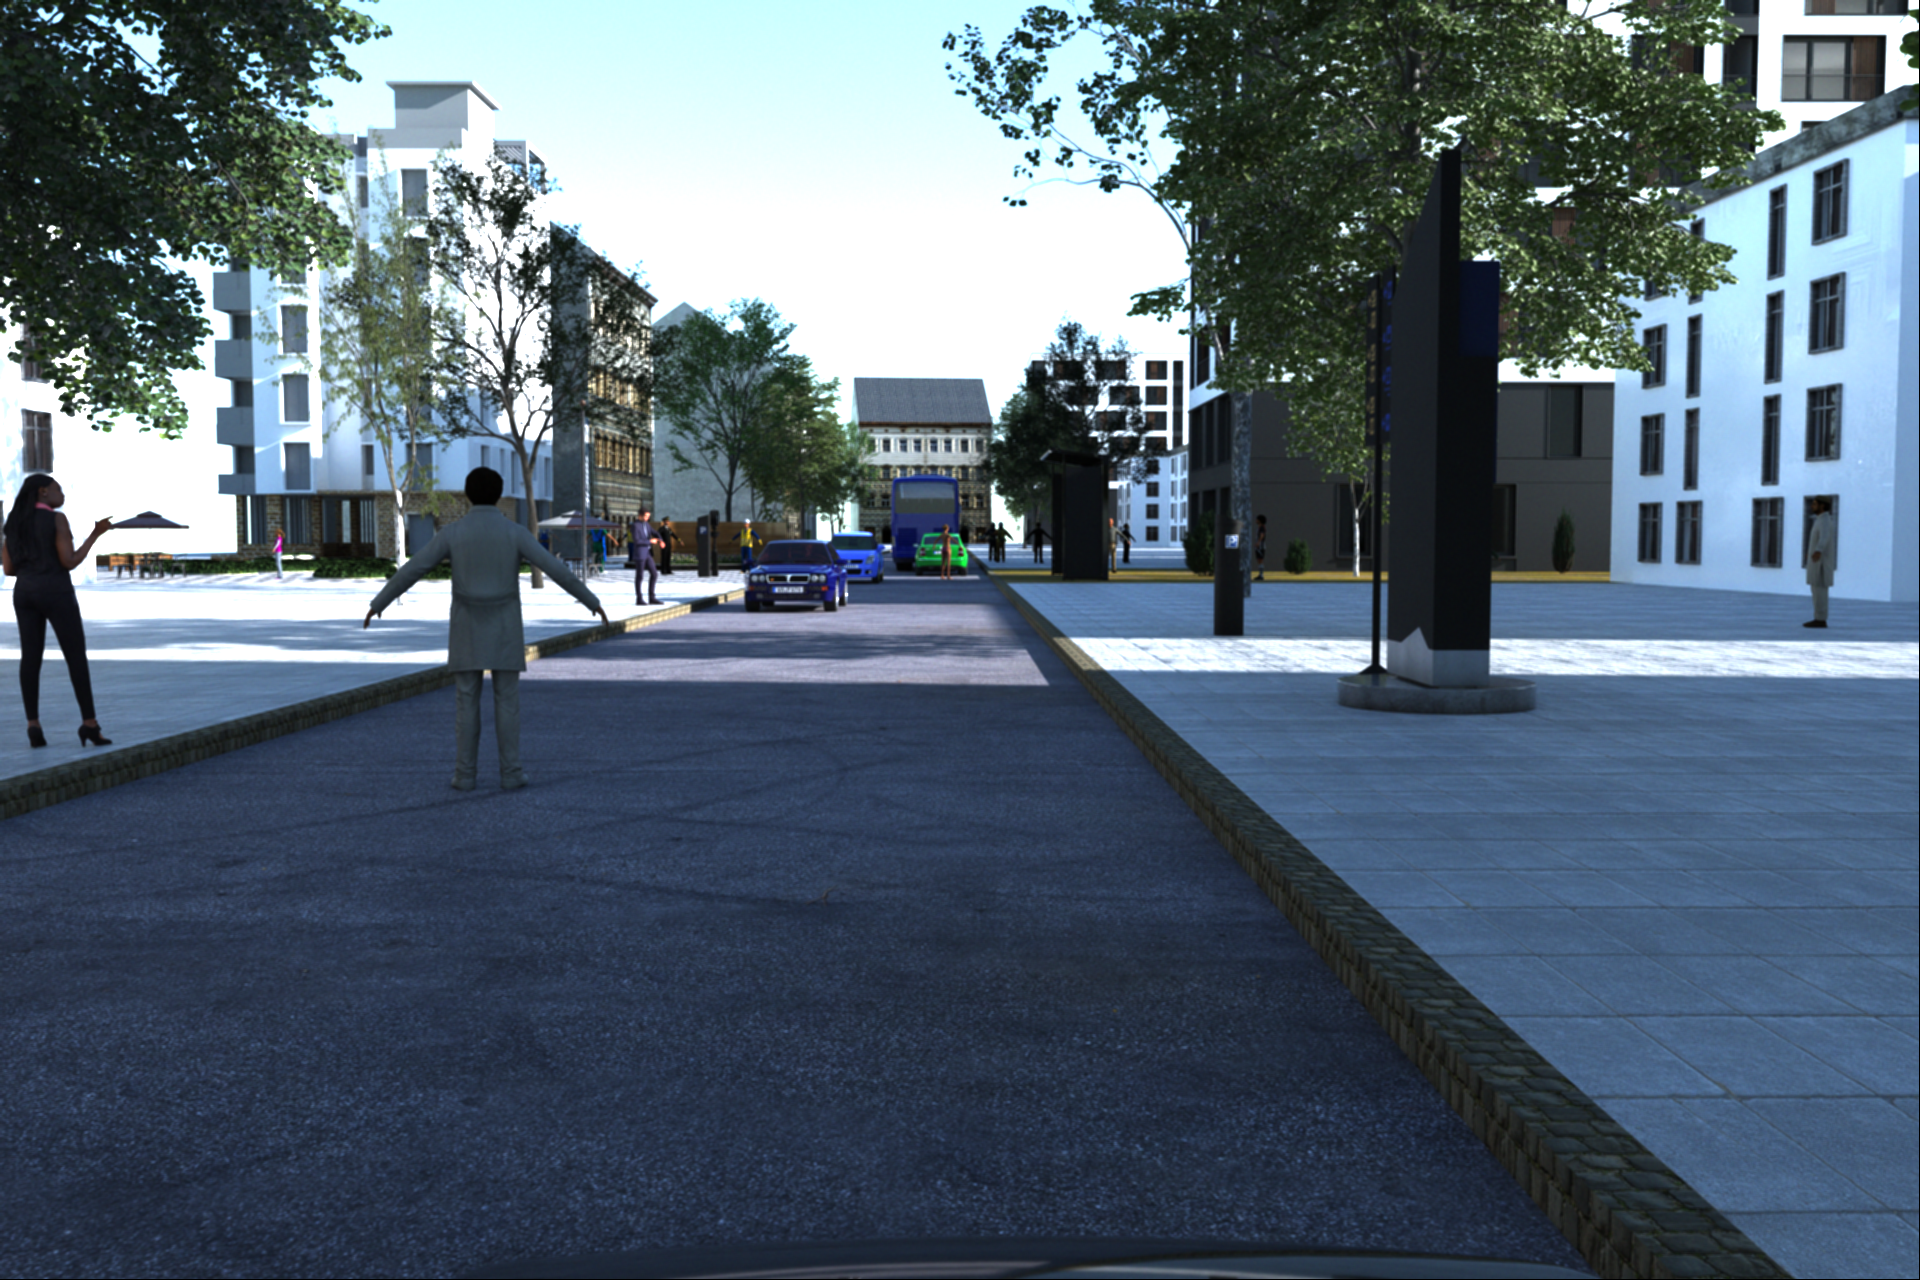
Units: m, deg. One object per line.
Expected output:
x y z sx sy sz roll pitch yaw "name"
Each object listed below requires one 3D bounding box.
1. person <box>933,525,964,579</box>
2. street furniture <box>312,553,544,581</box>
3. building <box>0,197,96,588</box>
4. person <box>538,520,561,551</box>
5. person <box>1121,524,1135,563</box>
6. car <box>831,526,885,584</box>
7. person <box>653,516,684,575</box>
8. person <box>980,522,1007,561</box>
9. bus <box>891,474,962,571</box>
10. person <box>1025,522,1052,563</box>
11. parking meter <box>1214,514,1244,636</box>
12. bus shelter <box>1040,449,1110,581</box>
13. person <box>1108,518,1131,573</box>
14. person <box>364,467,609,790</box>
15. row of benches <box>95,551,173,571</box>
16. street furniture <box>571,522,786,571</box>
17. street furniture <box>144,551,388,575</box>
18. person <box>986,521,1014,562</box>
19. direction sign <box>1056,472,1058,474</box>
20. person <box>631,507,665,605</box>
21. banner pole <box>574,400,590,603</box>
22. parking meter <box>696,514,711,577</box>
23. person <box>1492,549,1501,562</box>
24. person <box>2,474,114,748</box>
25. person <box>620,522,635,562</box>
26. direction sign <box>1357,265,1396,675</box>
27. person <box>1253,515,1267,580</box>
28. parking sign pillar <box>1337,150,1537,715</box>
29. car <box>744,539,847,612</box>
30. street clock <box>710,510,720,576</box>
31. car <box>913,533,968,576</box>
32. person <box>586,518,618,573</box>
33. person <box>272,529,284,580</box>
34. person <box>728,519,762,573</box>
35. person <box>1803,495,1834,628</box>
-0.399 -2.800 55.034 1.217 1.733 0.721 3 4 37 "person"
-15.768 -2.231 52.095 5.734 0.657 10.072 0 4 0 "street furniture"
-23.422 -5.444 31.153 9.099 9.664 28.070 0 4 1 "building"
-16.798 -3.923 69.994 1.347 1.847 0.705 -1 4 -10 "person"
7.372 -4.237 75.989 0.721 1.740 1.216 2 4 35 "person"
-3.167 -2.550 51.277 1.945 1.707 3.694 0 3 0 "car"
-9.246 -2.977 54.604 0.705 1.837 1.347 2 4 33 "person"
1.579 -4.679 82.286 1.354 1.856 0.705 -1 4 -17 "person"
-1.329 -4.828 70.483 2.896 3.916 12.251 0 4 0 "bus"
3.483 -4.304 76.553 1.347 1.806 0.705 1 4 18 "person"
3.412 -0.828 21.955 0.372 1.533 0.369 0 3 0 "parking meter"
3.343 -3.637 50.745 1.731 3.624 6.357 0 4 0 "bus shelter"
4.946 -3.104 57.021 1.348 1.796 0.705 0 4 5 "person"
-2.672 -0.070 9.780 1.347 1.806 0.705 -1 4 -11 "person"
-29.284 -2.817 61.523 1.422 0.672 4.104 0 4 6 "row of benches"
-7.988 -3.484 63.814 11.010 1.723 9.812 -2 4 -26 "street furniture"
-23.565 -2.657 59.071 5.734 0.657 10.072 1 4 21 "street furniture"
1.855 -4.484 79.078 1.354 1.858 0.705 -1 4 -18 "person"
3.552 -4.374 63.516 0.379 3.537 0.876 0 4 -1 "direction sign"
-5.576 -1.509 31.167 0.568 1.767 0.683 1 4 20 "person"
-7.035 -2.603 32.581 0.401 3.779 0.863 0 4 -1 "banner pole"
-7.666 -2.816 51.760 0.399 1.863 0.255 0 4 1 "parking meter"
9.557 -1.410 32.259 0.989 1.438 0.599 1 4 17 "person"
-5.439 -0.181 10.472 0.593 1.643 0.415 -2 4 -34 "person"
-14.855 -4.416 78.175 1.349 1.833 0.705 3 5 42 "person"
3.652 -1.414 15.116 0.379 3.537 0.876 0 4 -1 "direction sign"
8.417 -2.603 48.704 0.704 1.843 1.345 1 4 8 "person"
3.572 -1.494 12.901 1.447 3.967 1.447 0 4 -1 "parking sign pillar"
-3.115 -1.265 33.259 1.945 1.354 3.894 0 3 0 "car"
-7.437 -2.930 52.482 0.358 2.002 0.471 0 4 1 "street clock"
-0.670 -3.169 60.617 1.959 1.807 4.718 0 4 -1 "car"
-11.773 -3.085 56.574 1.347 1.817 0.704 2 4 24 "person"
-19.322 -2.427 48.940 0.599 1.433 0.991 -1 4 -15 "person"
-7.036 -3.078 56.790 1.216 1.772 0.721 1 4 21 "person"
11.819 -1.087 23.859 0.704 1.819 1.344 1 4 23 "person"
